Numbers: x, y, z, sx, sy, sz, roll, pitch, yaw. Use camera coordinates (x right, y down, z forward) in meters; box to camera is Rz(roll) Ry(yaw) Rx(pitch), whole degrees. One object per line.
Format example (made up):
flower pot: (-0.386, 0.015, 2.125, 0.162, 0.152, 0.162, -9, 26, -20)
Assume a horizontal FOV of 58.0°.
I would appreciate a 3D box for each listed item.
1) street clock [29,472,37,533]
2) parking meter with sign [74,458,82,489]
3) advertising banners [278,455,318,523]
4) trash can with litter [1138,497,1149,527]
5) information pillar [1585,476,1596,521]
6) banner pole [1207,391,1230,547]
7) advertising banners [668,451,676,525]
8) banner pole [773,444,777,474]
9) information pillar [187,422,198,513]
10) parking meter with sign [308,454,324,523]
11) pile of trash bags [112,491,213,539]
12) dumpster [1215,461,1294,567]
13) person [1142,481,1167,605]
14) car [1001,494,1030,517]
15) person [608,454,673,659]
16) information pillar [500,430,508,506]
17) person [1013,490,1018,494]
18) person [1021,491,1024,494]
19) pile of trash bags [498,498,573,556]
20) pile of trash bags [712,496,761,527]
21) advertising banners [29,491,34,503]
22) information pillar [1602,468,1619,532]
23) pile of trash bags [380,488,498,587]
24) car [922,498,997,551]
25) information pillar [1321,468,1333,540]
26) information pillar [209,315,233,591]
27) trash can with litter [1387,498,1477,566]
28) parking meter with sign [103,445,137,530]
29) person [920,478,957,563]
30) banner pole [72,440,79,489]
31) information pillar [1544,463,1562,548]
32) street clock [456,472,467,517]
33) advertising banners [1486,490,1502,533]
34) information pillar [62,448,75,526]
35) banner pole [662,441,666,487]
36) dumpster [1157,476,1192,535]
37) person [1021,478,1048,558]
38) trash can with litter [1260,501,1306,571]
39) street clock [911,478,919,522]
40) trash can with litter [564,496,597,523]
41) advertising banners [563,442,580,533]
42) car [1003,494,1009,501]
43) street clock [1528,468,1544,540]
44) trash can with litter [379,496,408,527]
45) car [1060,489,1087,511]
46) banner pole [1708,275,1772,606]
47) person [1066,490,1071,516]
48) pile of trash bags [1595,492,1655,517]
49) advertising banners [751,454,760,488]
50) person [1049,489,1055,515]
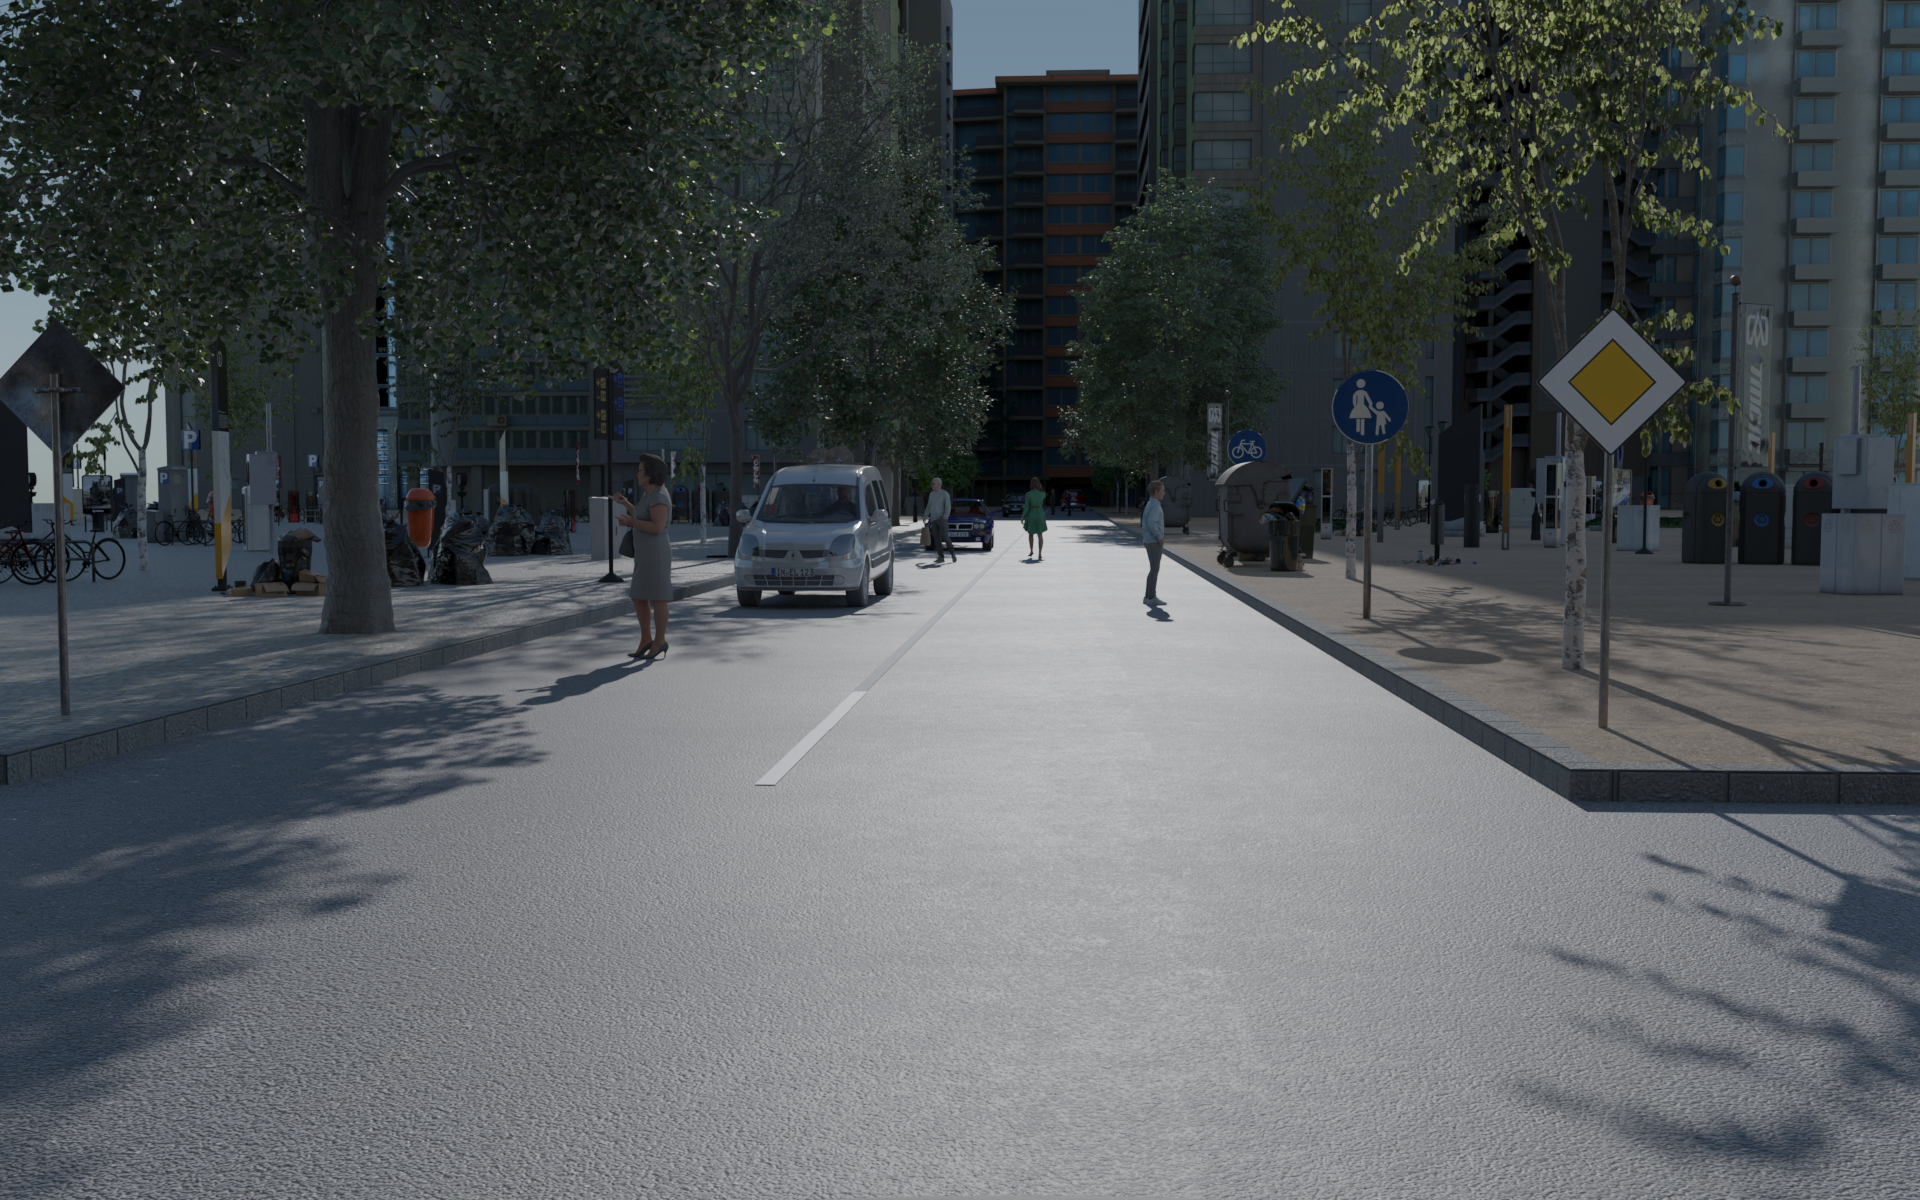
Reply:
street clock: (-30.885, -3.244, 57.615, 0.471, 2.002, 0.358, 3, 5, 44)
parking meter with sign: (-41.643, -5.325, 83.330, 0.543, 3.016, 1.738, 2, 4, 31)
advertising banners: (-29.998, -5.004, 78.009, 2.074, 3.025, 0.090, -1, 4, -13)
trash can with litter: (7.400, -3.376, 66.579, 1.055, 1.170, 0.624, 2, 4, 25)
information pillar: (25.996, -4.094, 71.426, 0.304, 2.012, 0.304, -3, 5, -43)
banner pole: (6.285, -3.176, 41.950, 0.863, 3.779, 0.401, -2, 4, -32)
advertising banners: (-12.139, -4.601, 71.418, 0.090, 3.025, 2.074, -2, 4, -35)
banner pole: (-6.824, -4.516, 63.861, 0.401, 3.779, 0.863, 0, 4, 3)
information pillar: (-24.990, -3.978, 56.392, 0.504, 3.616, 0.183, 3, 5, 41)
parking meter with sign: (-28.096, -4.933, 76.907, 0.543, 3.016, 1.738, 1, 4, 21)
pile of trash bags: (-23.135, -2.538, 51.250, 1.912, 1.369, 3.447, 2, 4, 27)
dumpster: (5.252, -1.537, 30.889, 1.264, 1.857, 1.865, 0, 4, 3)
person: (2.516, -0.738, 22.377, 0.330, 1.601, 0.589, 0, 4, 6)
car: (3.588, -6.051, 108.726, 2.009, 1.686, 4.222, 0, 4, 5)
person: (-2.798, -0.383, 15.116, 0.532, 1.782, 0.716, -1, 4, -22)
information pillar: (-16.683, -4.406, 63.396, 0.183, 3.616, 0.504, -3, 5, -41)
person: (4.558, -8.274, 143.800, 1.348, 1.821, 0.705, -1, 4, -21)
person: (5.518, -8.914, 155.030, 0.721, 1.735, 1.217, 1, 4, 23)
pile of trash bags: (-9.929, -1.611, 36.095, 1.912, 1.369, 3.447, 3, 5, 43)
pile of trash bags: (-8.261, -3.579, 68.263, 1.912, 1.369, 3.447, -3, 5, -39)
advertising banners: (-38.853, -4.545, 70.499, 0.090, 3.025, 2.074, 3, 5, 43)
information pillar: (18.523, -2.741, 49.307, 0.304, 2.012, 0.304, -1, 4, -12)
pile of trash bags: (-7.975, -0.968, 25.582, 1.912, 1.369, 3.447, -1, 4, -19)
car: (0.008, -1.990, 45.121, 1.945, 1.354, 3.894, 0, 4, 2)
information pillar: (10.368, -2.719, 48.951, 0.304, 2.012, 0.304, 1, 4, 17)
information pillar: (-9.803, -1.933, 22.966, 0.183, 3.616, 0.504, 0, 4, -8)
trash can with litter: (8.641, -1.272, 31.849, 1.678, 1.210, 2.233, 1, 4, 19)
parking meter with sign: (-29.587, -4.011, 61.838, 1.738, 3.016, 0.543, -2, 4, -25)
person: (-0.480, -1.674, 36.350, 0.782, 1.767, 0.515, 3, 4, 38)
banner pole: (-40.536, -5.449, 79.112, 0.863, 3.779, 0.401, -2, 4, -35)
information pillar: (14.130, -2.250, 41.273, 0.304, 2.012, 0.304, 3, 4, 39)
street clock: (-16.412, -3.212, 57.086, 0.358, 2.002, 0.471, -3, 4, -36)
advertising banners: (16.691, -3.682, 56.396, 2.074, 3.025, 0.090, -1, 4, -11)
information pillar: (-36.265, -4.828, 70.289, 0.504, 3.616, 0.183, -2, 4, -31)
banner pole: (-14.107, -5.663, 82.605, 0.401, 3.779, 0.863, -2, 4, -24)
dumpster: (6.722, -3.011, 54.989, 1.264, 1.857, 1.865, 0, 4, 4)
person: (1.681, -1.835, 38.743, 0.600, 1.795, 0.529, -1, 4, -17)
trash can with litter: (5.425, -1.076, 28.983, 0.624, 1.170, 1.055, 1, 4, 23)
street clock: (-2.025, -4.512, 78.336, 0.358, 2.002, 0.471, -1, 4, -14)
trash can with litter: (-16.662, -4.062, 77.475, 2.233, 1.210, 1.678, 2, 4, 23)
advertising banners: (-12.876, -3.753, 57.548, 0.090, 3.025, 2.074, 0, 4, 2)
car: (4.075, -7.167, 127.398, 2.015, 1.641, 3.980, 0, 4, 2)
street clock: (15.971, -2.656, 47.988, 0.471, 2.002, 0.358, -2, 4, -24)
trash can with litter: (-22.248, -3.447, 67.413, 2.233, 1.210, 1.678, 0, 4, 5)
car: (9.450, -8.315, 144.626, 2.281, 1.827, 5.304, 0, 4, 4)
banner pole: (9.068, -1.834, 19.997, 0.863, 3.779, 0.401, -2, 4, -27)
person: (7.095, -6.336, 113.019, 0.530, 1.710, 0.541, 2, 4, 31)
pile of trash bags: (28.549, -4.013, 75.369, 3.447, 1.369, 1.912, 0, 4, -8)
advertising banners: (-8.479, -4.935, 76.876, 0.090, 3.025, 2.074, 3, 5, 43)
person: (6.392, -6.773, 119.797, 0.434, 1.755, 0.990, 0, 4, -5)
